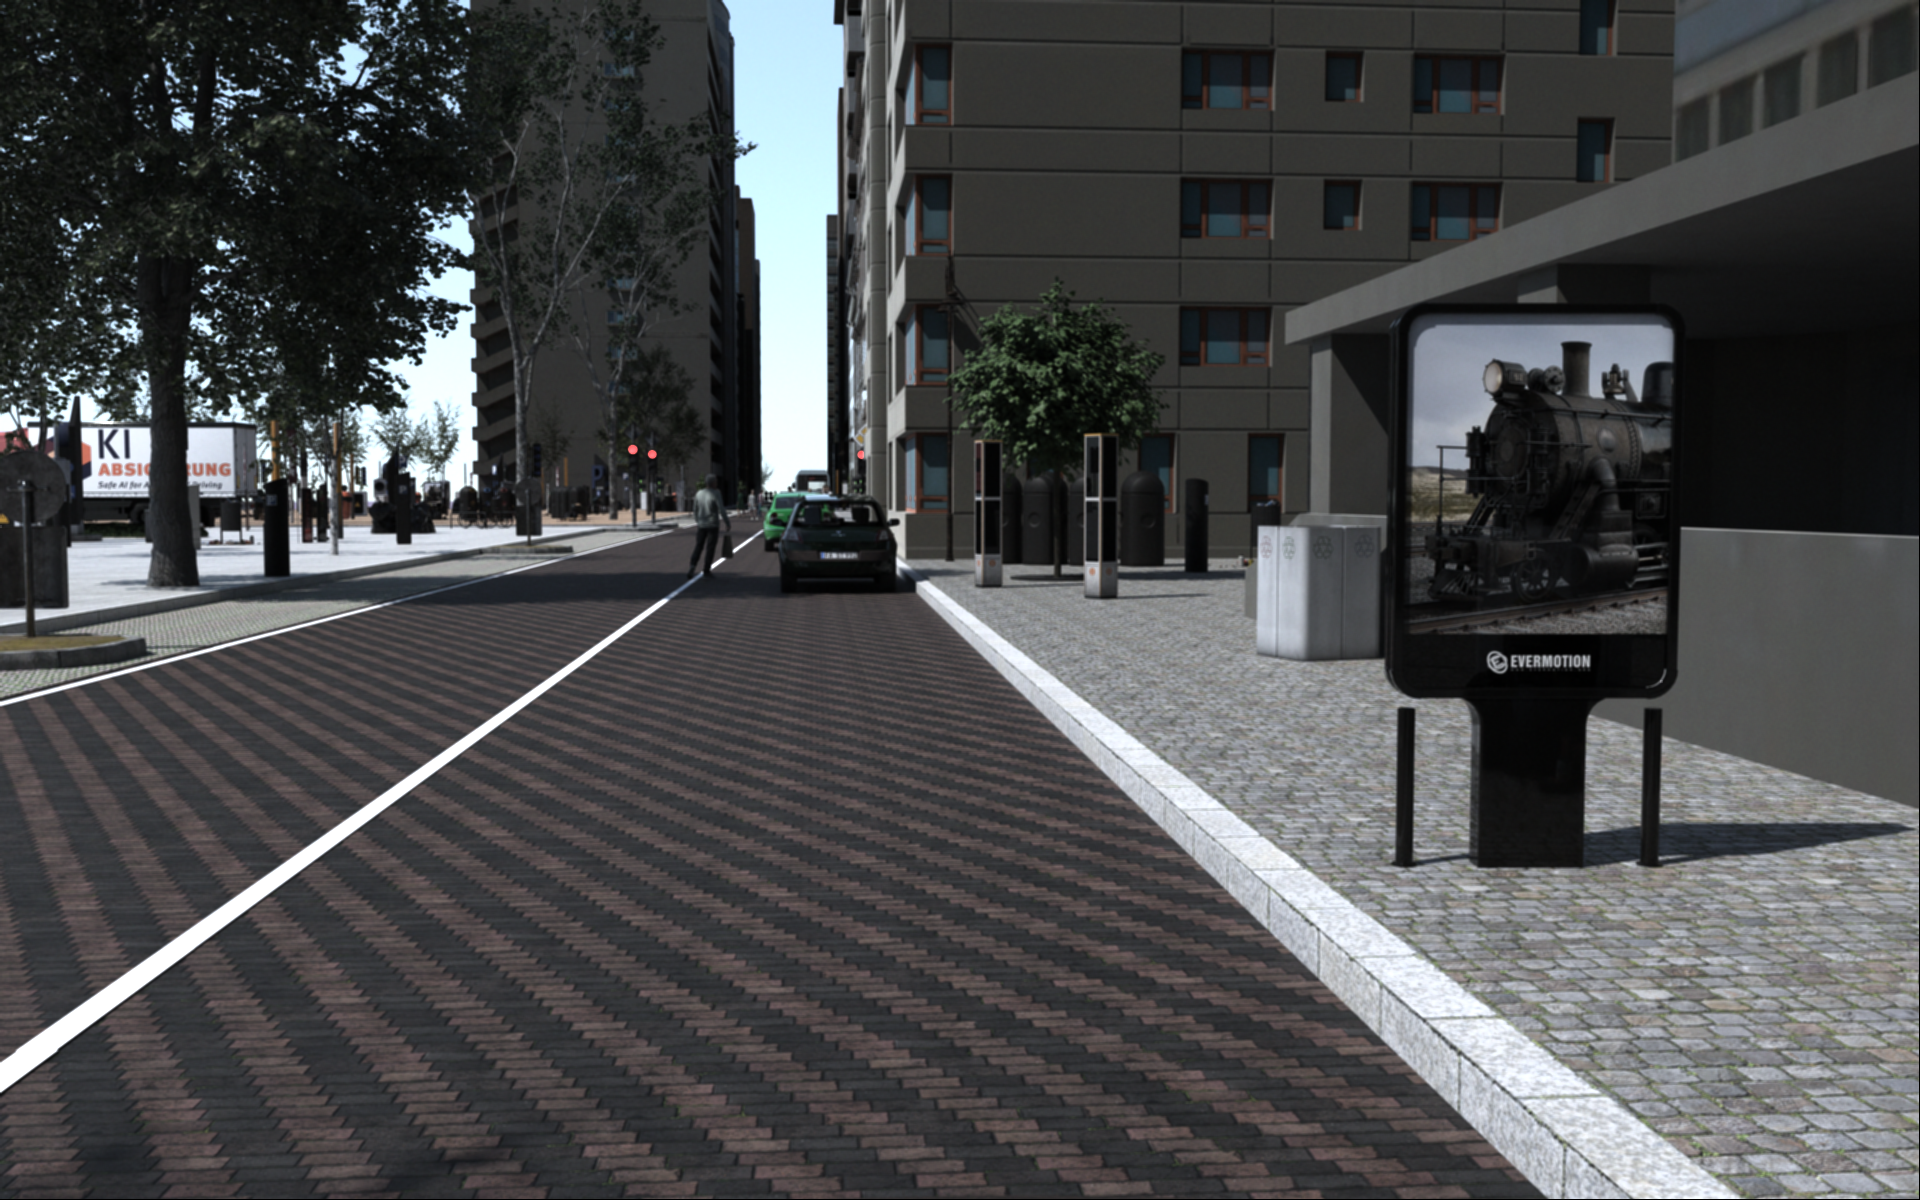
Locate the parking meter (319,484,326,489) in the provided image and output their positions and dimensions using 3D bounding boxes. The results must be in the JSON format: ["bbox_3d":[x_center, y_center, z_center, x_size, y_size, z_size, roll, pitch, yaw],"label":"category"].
[{"bbox_3d":[-35.323,-5.527,96.080,0.399,1.863,0.255,1,4,16],"label":"parking meter"}]

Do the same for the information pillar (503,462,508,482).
[{"bbox_3d":[-33.085,-8.248,126.206,0.504,3.616,0.183,3,5,43],"label":"information pillar"}]

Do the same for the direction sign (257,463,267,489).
[{"bbox_3d":[-49.847,-8.039,123.434,0.876,3.537,0.379,0,4,4],"label":"direction sign"}]

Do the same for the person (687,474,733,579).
[{"bbox_3d":[-4.195,-1.240,29.264,0.782,1.767,0.515,2,4,25],"label":"person"}]

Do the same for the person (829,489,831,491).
[{"bbox_3d":[-6.769,-4.985,90.346,0.599,1.781,0.374,1,4,19],"label":"person"}]

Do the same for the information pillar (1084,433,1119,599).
[{"bbox_3d":[1.729,-1.022,21.210,0.304,2.012,0.304,-3,4,-39],"label":"information pillar"}]

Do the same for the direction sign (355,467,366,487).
[{"bbox_3d":[-49.741,-9.284,143.797,0.876,3.537,0.379,0,4,-6],"label":"direction sign"}]

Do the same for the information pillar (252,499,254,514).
[{"bbox_3d":[-44.398,-6.394,109.028,0.304,2.012,0.304,-2,4,-31],"label":"information pillar"}]

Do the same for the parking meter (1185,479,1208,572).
[{"bbox_3d":[3.889,-1.226,28.458,0.372,1.533,0.369,0,3,0],"label":"parking meter"}]

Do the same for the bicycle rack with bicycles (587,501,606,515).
[{"bbox_3d":[-23.369,-5.707,106.691,2.852,0.926,2.925,-2,4,-31],"label":"bicycle rack with bicycles"}]

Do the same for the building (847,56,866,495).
[{"bbox_3d":[0.175,-18.352,97.326,12.463,27.353,25.104,0,4,-5],"label":"building"}]

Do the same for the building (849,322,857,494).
[{"bbox_3d":[-3.738,-17.589,142.324,10.420,20.320,16.860,0,4,-5],"label":"building"}]

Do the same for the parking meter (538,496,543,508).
[{"bbox_3d":[-34.319,-8.313,141.624,0.255,1.863,0.399,1,4,23],"label":"parking meter"}]

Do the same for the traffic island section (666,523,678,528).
[{"bbox_3d":[-13.206,-3.196,74.540,2.009,0.180,2.903,0,4,-5],"label":"traffic island section"}]

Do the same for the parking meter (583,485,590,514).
[{"bbox_3d":[-24.079,-6.476,111.595,0.399,1.863,0.255,1,4,18],"label":"parking meter"}]

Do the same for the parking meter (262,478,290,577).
[{"bbox_3d":[-10.678,-1.140,27.043,0.372,1.533,0.369,0,3,0],"label":"parking meter"}]

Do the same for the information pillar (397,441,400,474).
[{"bbox_3d":[-24.553,-5.161,75.731,0.183,3.616,0.504,-1,4,-15],"label":"information pillar"}]

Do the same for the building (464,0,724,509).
[{"bbox_3d":[-33.231,-32.768,159.455,21.300,48.544,21.600,0,4,-5],"label":"building"}]

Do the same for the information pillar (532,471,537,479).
[{"bbox_3d":[-36.197,-9.566,147.756,0.504,3.616,0.183,-1,4,-18],"label":"information pillar"}]

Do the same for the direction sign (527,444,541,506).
[{"bbox_3d":[-19.212,-5.241,77.683,0.876,3.537,0.379,-2,4,-35],"label":"direction sign"}]

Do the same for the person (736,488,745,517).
[{"bbox_3d":[-13.522,-5.999,106.831,0.529,1.795,0.600,1,4,11],"label":"person"}]

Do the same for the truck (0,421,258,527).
[{"bbox_3d":[-33.761,-4.847,68.162,11.283,4.237,2.839,0,4,-3],"label":"truck"}]

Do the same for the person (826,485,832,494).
[{"bbox_3d":[-6.105,-4.358,79.851,0.679,1.850,0.850,3,5,40],"label":"person"}]

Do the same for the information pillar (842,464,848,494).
[{"bbox_3d":[-9.084,-8.905,136.947,0.504,3.616,0.183,2,4,28],"label":"information pillar"}]

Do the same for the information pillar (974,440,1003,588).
[{"bbox_3d":[0.392,-1.180,23.779,0.304,2.012,0.304,-1,4,-20],"label":"information pillar"}]

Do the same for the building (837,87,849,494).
[{"bbox_3d":[-6.257,-32.906,188.126,14.600,45.320,14.200,0,4,-5],"label":"building"}]

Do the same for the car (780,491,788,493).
[{"bbox_3d":[-24.120,-14.104,239.265,2.281,1.827,5.304,0,4,-5],"label":"car"}]

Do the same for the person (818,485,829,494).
[{"bbox_3d":[-6.070,-4.184,76.873,0.622,1.834,0.822,-3,5,-41],"label":"person"}]

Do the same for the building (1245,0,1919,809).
[{"bbox_3d":[19.608,-19.537,11.309,32.217,40.220,23.993,0,4,-5],"label":"building"}]

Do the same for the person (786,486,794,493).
[{"bbox_3d":[-9.033,-5.189,93.152,0.655,1.846,0.447,-3,4,-36],"label":"person"}]

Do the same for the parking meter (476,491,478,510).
[{"bbox_3d":[-37.749,-7.735,134.884,0.372,1.533,0.369,0,3,0],"label":"parking meter"}]

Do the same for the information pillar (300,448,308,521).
[{"bbox_3d":[-30.931,-5.523,81.659,0.183,3.616,0.504,1,4,12],"label":"information pillar"}]

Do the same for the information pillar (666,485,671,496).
[{"bbox_3d":[-23.027,-8.095,136.848,0.304,2.012,0.304,3,5,42],"label":"information pillar"}]

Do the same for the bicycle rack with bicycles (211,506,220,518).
[{"bbox_3d":[-40.471,-4.871,93.030,2.925,0.926,2.852,-1,4,-16],"label":"bicycle rack with bicycles"}]

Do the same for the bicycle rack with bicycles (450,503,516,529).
[{"bbox_3d":[-17.835,-3.159,65.037,2.925,0.926,2.852,2,4,30],"label":"bicycle rack with bicycles"}]

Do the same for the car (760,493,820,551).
[{"bbox_3d":[-4.163,-2.194,44.667,1.959,1.807,4.718,0,4,-6],"label":"car"}]

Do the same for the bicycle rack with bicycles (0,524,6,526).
[{"bbox_3d":[-17.695,-1.030,30.215,2.925,0.926,2.852,-1,4,-10],"label":"bicycle rack with bicycles"}]

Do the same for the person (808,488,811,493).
[{"bbox_3d":[-9.383,-6.093,108.472,0.624,1.780,0.694,2,4,34],"label":"person"}]

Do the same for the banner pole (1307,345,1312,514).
[{"bbox_3d":[5.503,-2.248,26.768,0.401,3.779,0.863,-1,4,-12],"label":"banner pole"}]

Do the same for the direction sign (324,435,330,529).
[{"bbox_3d":[-23.360,-4.395,63.855,0.379,3.537,0.876,-2,4,-26],"label":"direction sign"}]

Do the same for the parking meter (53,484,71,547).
[{"bbox_3d":[-21.663,-2.040,41.766,0.372,1.533,0.369,0,3,0],"label":"parking meter"}]

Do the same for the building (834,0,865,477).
[{"bbox_3d":[2.415,-35.381,167.716,28.713,52.752,27.495,0,4,-5],"label":"building"}]

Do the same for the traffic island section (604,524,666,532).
[{"bbox_3d":[-12.533,-2.710,66.583,2.009,0.180,2.903,0,4,-5],"label":"traffic island section"}]

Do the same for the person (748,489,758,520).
[{"bbox_3d":[-11.544,-5.324,96.551,0.512,1.701,0.522,-1,4,-17],"label":"person"}]

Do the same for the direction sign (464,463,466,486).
[{"bbox_3d":[-36.087,-8.219,126.378,0.379,3.537,0.876,-1,4,-21],"label":"direction sign"}]

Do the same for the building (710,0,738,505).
[{"bbox_3d":[-36.921,-40.167,198.729,21.231,58.520,28.212,0,4,-5],"label":"building"}]

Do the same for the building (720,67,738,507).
[{"bbox_3d":[-30.931,-32.311,178.394,14.600,45.320,14.200,0,4,-5],"label":"building"}]

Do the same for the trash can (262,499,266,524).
[{"bbox_3d":[-21.199,-2.564,53.575,0.748,1.137,0.748,0,3,0],"label":"trash can"}]

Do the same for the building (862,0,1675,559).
[{"bbox_3d":[11.495,-12.464,48.831,27.650,21.520,28.899,0,4,-5],"label":"building"}]

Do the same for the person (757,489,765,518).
[{"bbox_3d":[-12.174,-5.885,105.553,0.643,1.720,0.563,-1,4,-21],"label":"person"}]

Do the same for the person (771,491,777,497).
[{"bbox_3d":[-19.287,-10.446,179.830,0.750,1.759,0.617,-2,4,-32],"label":"person"}]

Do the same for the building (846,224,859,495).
[{"bbox_3d":[-1.140,-17.138,122.003,13.314,21.916,24.055,0,4,-5],"label":"building"}]

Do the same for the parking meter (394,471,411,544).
[{"bbox_3d":[-14.265,-2.361,44.316,0.399,1.863,0.255,-1,4,-19],"label":"parking meter"}]

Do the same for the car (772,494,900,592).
[{"bbox_3d":[-1.906,-1.036,26.732,2.009,1.686,4.222,0,4,-5],"label":"car"}]
